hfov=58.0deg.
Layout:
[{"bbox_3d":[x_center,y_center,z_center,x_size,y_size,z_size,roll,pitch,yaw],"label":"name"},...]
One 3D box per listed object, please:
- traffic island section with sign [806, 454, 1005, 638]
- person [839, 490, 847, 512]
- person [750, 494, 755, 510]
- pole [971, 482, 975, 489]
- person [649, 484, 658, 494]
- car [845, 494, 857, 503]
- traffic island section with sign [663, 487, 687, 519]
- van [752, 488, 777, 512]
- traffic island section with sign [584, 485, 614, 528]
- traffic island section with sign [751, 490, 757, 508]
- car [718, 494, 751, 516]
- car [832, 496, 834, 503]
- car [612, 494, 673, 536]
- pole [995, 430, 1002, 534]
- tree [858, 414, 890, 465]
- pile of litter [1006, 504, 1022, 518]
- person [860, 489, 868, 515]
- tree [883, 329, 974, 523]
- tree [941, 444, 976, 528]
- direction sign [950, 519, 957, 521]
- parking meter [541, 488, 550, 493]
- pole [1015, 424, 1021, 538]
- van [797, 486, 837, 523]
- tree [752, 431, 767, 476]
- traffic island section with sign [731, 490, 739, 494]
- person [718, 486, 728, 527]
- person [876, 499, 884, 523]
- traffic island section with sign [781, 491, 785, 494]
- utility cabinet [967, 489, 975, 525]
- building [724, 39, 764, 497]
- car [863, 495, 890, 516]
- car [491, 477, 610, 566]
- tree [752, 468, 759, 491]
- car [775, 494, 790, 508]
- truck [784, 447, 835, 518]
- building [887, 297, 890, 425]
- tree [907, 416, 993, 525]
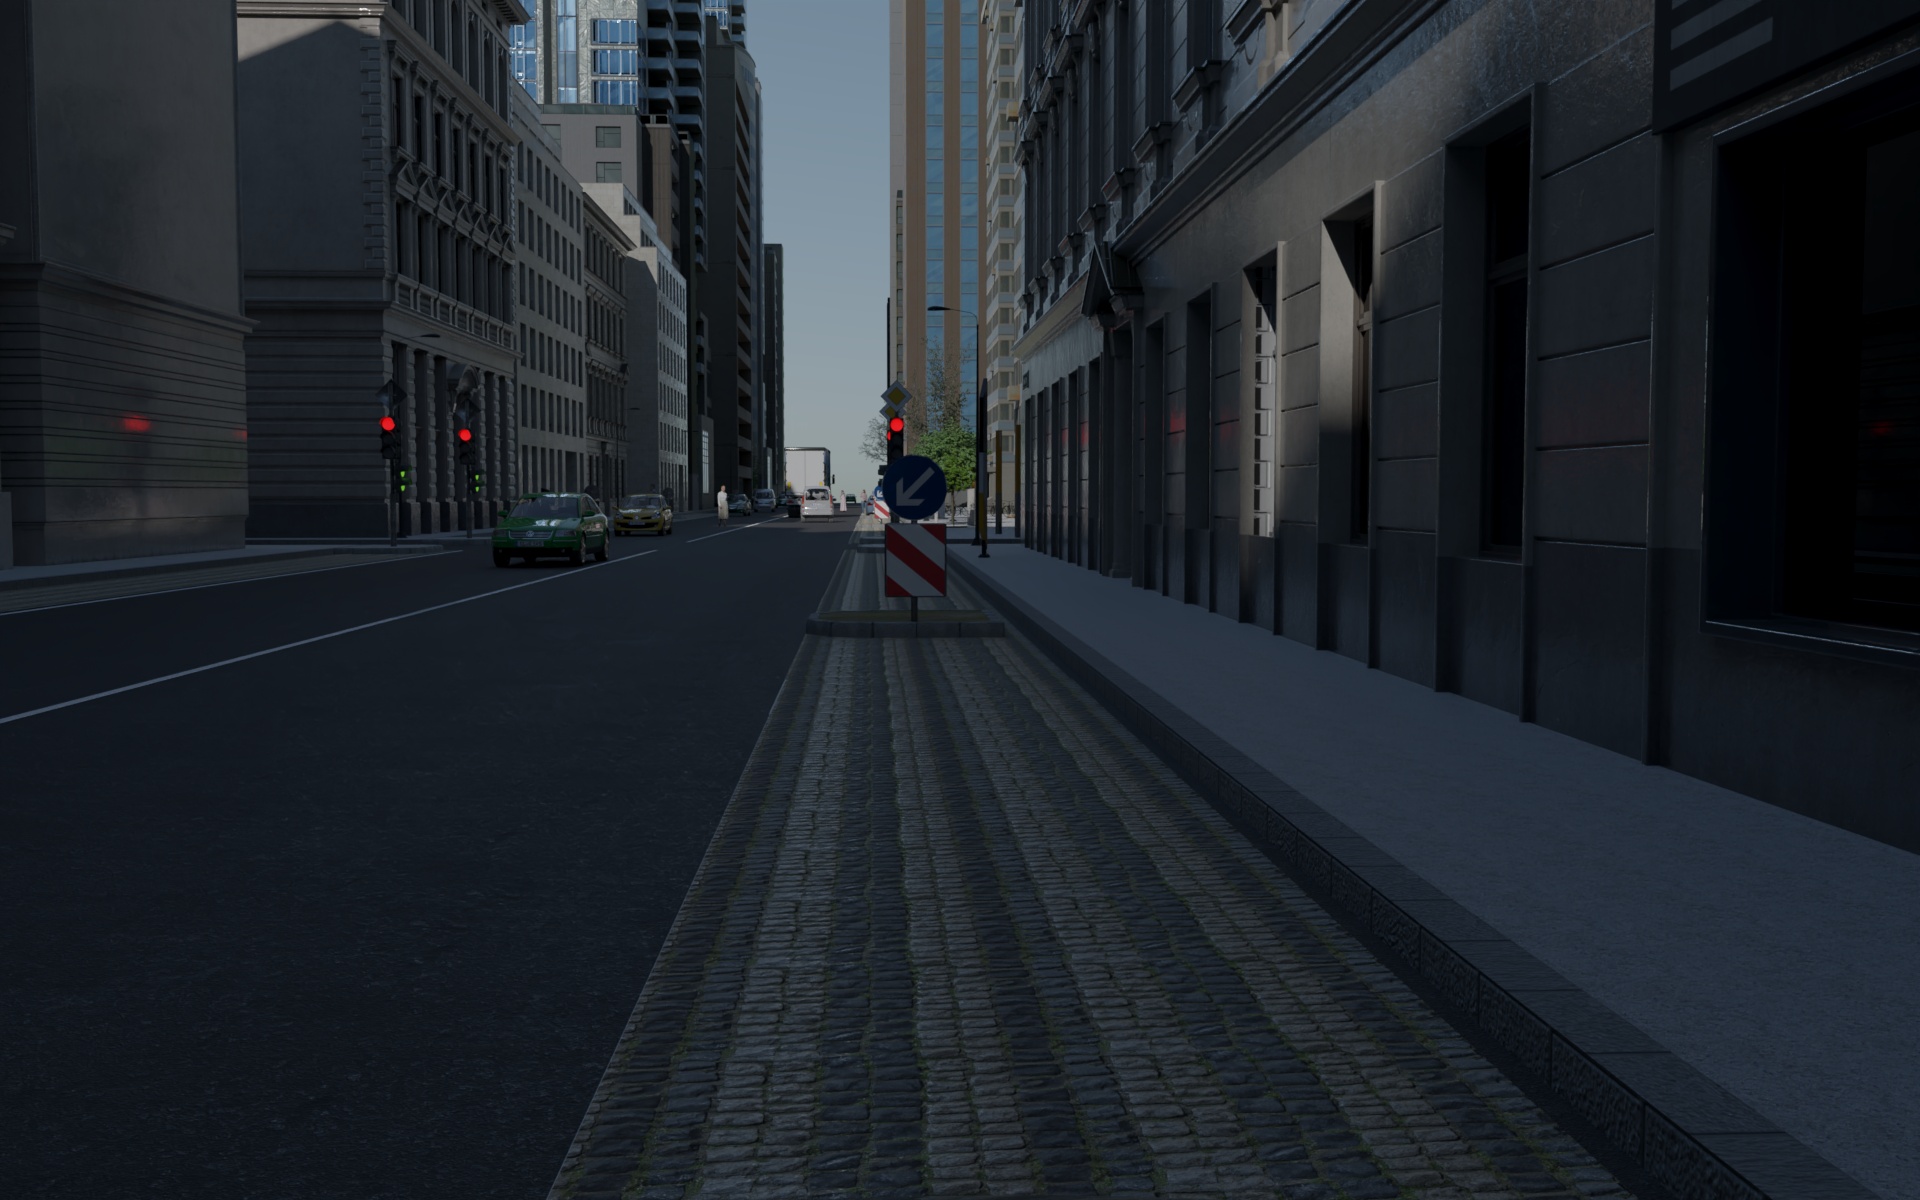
[{"bbox_3d":[-0.597,-0.578,18.079,1.989,1.847,2.006,0,4,-3],"label":"traffic island section with sign"},{"bbox_3d":[-9.300,-7.833,137.232,0.621,1.740,0.551,0,4,1],"label":"person"},{"bbox_3d":[-18.830,-8.941,157.951,1.065,1.426,0.557,-3,5,-40],"label":"person"},{"bbox_3d":[0.651,-5.524,84.153,0.158,3.312,0.155,0,3,0],"label":"pole"},{"bbox_3d":[-11.750,-3.532,66.366,0.853,1.813,0.709,-2,4,-25],"label":"person"},{"bbox_3d":[-17.015,-15.921,269.101,1.959,1.807,4.718,0,4,-4],"label":"car"},{"bbox_3d":[-16.839,-5.597,100.134,1.989,1.847,2.006,0,4,-3],"label":"traffic island section with sign"},{"bbox_3d":[-15.521,-7.986,137.580,2.013,2.044,4.112,0,4,-4],"label":"van"},{"bbox_3d":[-15.425,-3.909,72.544,1.989,1.847,2.006,0,4,-3],"label":"traffic island section with sign"},{"bbox_3d":[-20.789,-10.310,177.189,1.989,1.847,2.006,0,4,-3],"label":"traffic island section with sign"},{"bbox_3d":[-14.669,-6.189,112.991,2.131,1.459,4.920,0,4,-2],"label":"car"},{"bbox_3d":[-20.588,-15.943,270.254,1.945,1.707,3.694,0,4,-3],"label":"car"},{"bbox_3d":[-11.025,-3.065,60.330,2.015,1.641,3.980,0,4,-4],"label":"car"},{"bbox_3d":[1.240,-3.764,55.382,0.158,3.312,0.155,0,3,0],"label":"pole"},{"bbox_3d":[-7.279,-18.404,211.272,12.009,13.543,11.850,0,3,0],"label":"tree"},{"bbox_3d":[3.045,-4.796,92.371,1.176,0.858,1.719,-1,4,-8],"label":"pile of litter"},{"bbox_3d":[-6.576,-6.791,120.125,0.593,1.750,0.643,-3,5,-42],"label":"person"},{"bbox_3d":[-1.179,-7.782,77.604,4.360,8.622,3.978,0,3,0],"label":"tree"},{"bbox_3d":[-0.335,-4.377,66.163,1.663,3.219,1.824,0,3,0],"label":"tree"},{"bbox_3d":[-0.324,-5.466,81.362,0.876,3.537,0.379,3,5,41],"label":"direction sign"},{"bbox_3d":[-17.256,-3.896,72.117,0.372,1.533,0.369,0,3,0],"label":"parking meter"},{"bbox_3d":[1.701,-3.486,50.845,0.158,3.312,0.155,0,3,0],"label":"pole"},{"bbox_3d":[-7.284,-4.970,88.275,2.013,2.044,4.112,0,4,-5],"label":"van"},{"bbox_3d":[-24.381,-15.322,200.883,4.360,8.622,3.978,0,3,0],"label":"tree"},{"bbox_3d":[-19.386,-8.633,149.783,1.989,1.847,2.006,0,4,-3],"label":"traffic island section with sign"},{"bbox_3d":[-10.414,-4.107,75.877,0.478,1.798,0.641,-2,4,-25],"label":"person"},{"bbox_3d":[-3.823,-4.591,83.903,0.444,1.785,0.601,-3,5,-42],"label":"person"},{"bbox_3d":[-23.599,-13.670,232.125,1.989,1.847,2.006,0,4,-3],"label":"traffic island section with sign"},{"bbox_3d":[0.560,-3.797,70.757,0.318,1.500,1.173,1,4,13],"label":"utility cabinet"},{"bbox_3d":[-36.704,-41.570,221.660,21.231,58.520,28.212,0,4,-3],"label":"building"},{"bbox_3d":[-5.014,-5.872,108.013,2.014,1.417,4.499,0,4,-3],"label":"car"},{"bbox_3d":[-8.403,-1.649,35.751,1.959,1.807,4.718,0,4,-2],"label":"car"},{"bbox_3d":[-24.110,-12.955,195.522,4.285,4.588,4.351,0,3,0],"label":"tree"},{"bbox_3d":[-18.039,-10.110,177.095,2.131,1.459,4.920,0,4,-3],"label":"car"},{"bbox_3d":[-9.445,-7.337,108.865,2.839,4.237,11.283,0,4,-2],"label":"truck"},{"bbox_3d":[-3.706,-29.497,253.974,14.160,30.474,14.107,0,4,-3],"label":"building"},{"bbox_3d":[-0.237,-5.471,73.164,4.285,4.588,4.351,0,3,0],"label":"tree"}]
